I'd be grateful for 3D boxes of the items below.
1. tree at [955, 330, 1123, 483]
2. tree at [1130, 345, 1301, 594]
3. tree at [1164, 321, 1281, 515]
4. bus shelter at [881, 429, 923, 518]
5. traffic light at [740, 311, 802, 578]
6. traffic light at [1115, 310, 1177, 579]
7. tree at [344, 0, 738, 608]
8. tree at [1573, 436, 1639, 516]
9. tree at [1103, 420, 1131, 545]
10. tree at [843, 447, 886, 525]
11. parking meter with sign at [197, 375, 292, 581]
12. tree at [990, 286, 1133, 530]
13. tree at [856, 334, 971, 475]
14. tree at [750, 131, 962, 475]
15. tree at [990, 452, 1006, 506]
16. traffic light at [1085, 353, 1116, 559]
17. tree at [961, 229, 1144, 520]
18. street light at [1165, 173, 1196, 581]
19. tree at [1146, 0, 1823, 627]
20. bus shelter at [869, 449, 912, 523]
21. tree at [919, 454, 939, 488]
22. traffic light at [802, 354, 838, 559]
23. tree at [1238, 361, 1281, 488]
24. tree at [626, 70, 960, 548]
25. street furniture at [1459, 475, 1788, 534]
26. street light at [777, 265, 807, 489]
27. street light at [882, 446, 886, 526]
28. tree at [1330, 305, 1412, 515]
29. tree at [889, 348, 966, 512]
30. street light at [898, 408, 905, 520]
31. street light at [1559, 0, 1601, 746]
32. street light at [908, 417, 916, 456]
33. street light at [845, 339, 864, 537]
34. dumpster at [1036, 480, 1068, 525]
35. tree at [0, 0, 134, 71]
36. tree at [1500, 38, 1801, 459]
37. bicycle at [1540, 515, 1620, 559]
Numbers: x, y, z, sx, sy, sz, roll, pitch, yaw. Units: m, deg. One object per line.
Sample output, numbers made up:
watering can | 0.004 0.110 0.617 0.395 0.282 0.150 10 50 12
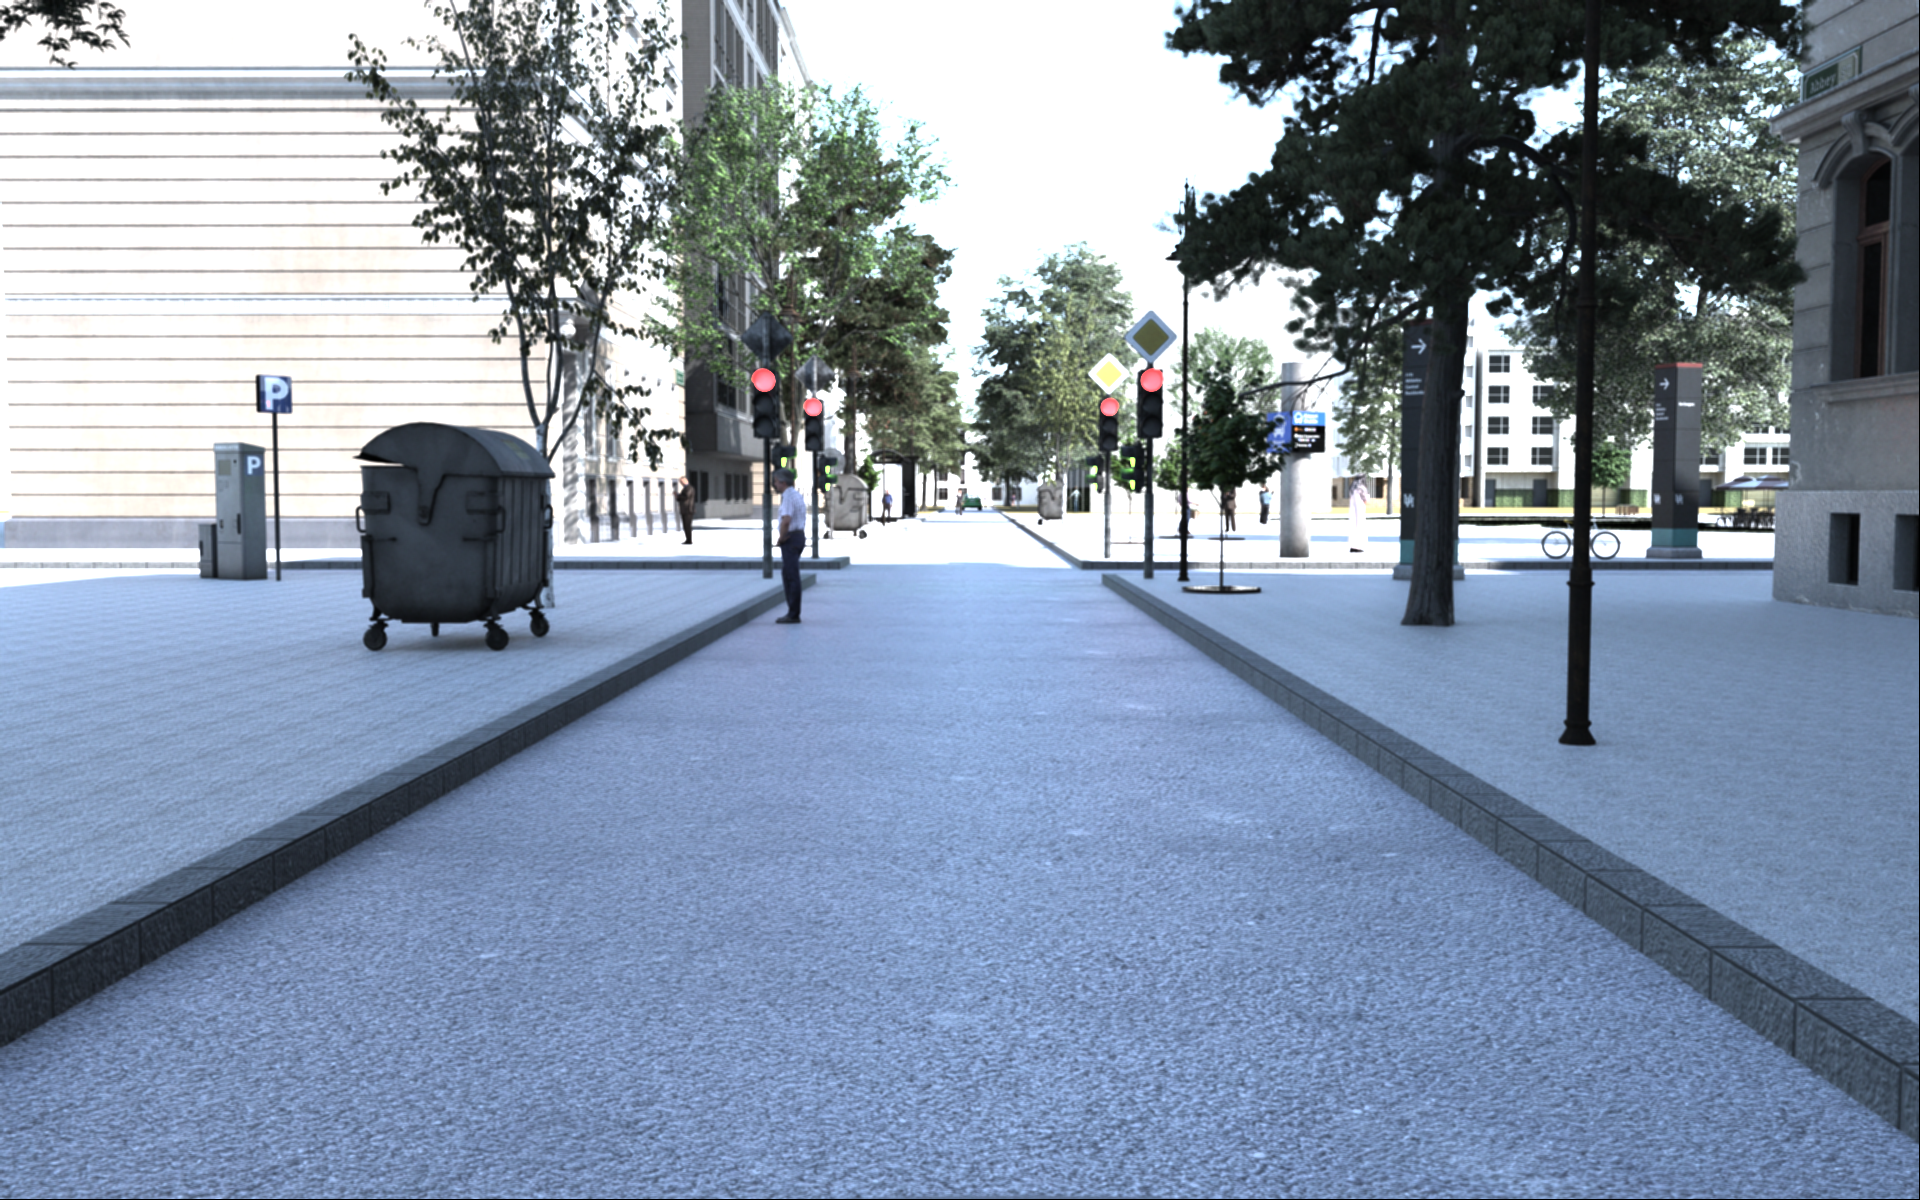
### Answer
tree | 4.771 -10.031 98.418 8.767 10.594 7.601 -1 4 -23
tree | 3.402 -1.709 22.536 1.663 3.219 1.824 0 3 0
tree | 16.077 -10.959 104.932 9.928 11.665 9.643 0 3 0
bus shelter | -3.271 -7.212 95.549 2.179 5.291 8.768 0 4 0
traffic light | -2.909 -2.264 26.267 0.839 4.213 0.868 0 4 0
traffic light | 2.852 -2.263 26.244 0.839 4.213 0.868 0 4 0
tree | -4.594 -4.204 19.102 4.360 8.622 3.978 0 3 0
tree | 35.691 -6.847 95.659 4.285 4.588 4.351 0 3 0
tree | 4.497 -3.042 44.330 1.663 3.219 1.824 0 3 0
tree | -3.799 -4.698 71.409 1.663 3.219 1.824 0 3 0
parking meter with sign | -10.798 -1.819 26.009 1.738 3.016 0.543 2 4 32
tree | 3.919 -6.860 62.516 4.737 8.622 4.395 0 3 0
tree | -3.010 -11.661 108.776 7.486 12.596 7.792 0 3 0
tree | -3.648 -9.360 60.458 7.806 13.903 7.818 0 3 0
tree | 4.489 -14.313 184.372 4.360 8.622 3.978 0 3 0
traffic light | 2.908 -2.751 34.229 0.839 4.213 0.868 0 4 0
tree | 4.913 -10.930 85.362 9.857 13.997 8.962 0 3 0
street light | 3.304 -3.219 25.416 0.468 5.910 1.993 0 4 0
tree | 4.742 -5.790 16.728 6.751 12.117 7.091 0 3 0
bus shelter | -3.324 -5.283 80.294 2.014 3.302 5.546 0 4 1
tree | -3.193 -12.485 154.494 4.360 8.622 3.978 0 3 0
traffic light | -2.853 -2.753 34.252 0.839 4.213 0.868 0 4 0
tree | 17.233 -8.977 97.140 4.360 8.622 3.978 0 3 0
tree | -4.074 -7.088 41.644 9.928 11.665 9.643 0 3 0
street furniture | 25.793 -3.665 64.953 14.083 1.986 27.439 0 4 6
street light | -3.395 -3.813 35.128 0.468 5.910 1.993 0 4 0
street light | -3.013 -5.853 68.482 0.468 5.910 1.993 0 4 0
tree | 26.054 -11.321 103.230 7.486 12.596 7.792 0 3 0
tree | -2.555 -12.381 124.484 6.751 12.117 7.091 0 3 0
street light | -2.941 -6.873 85.159 0.468 5.910 1.993 0 4 0
street light | 3.178 -2.199 8.739 0.468 5.910 1.993 0 4 0
street light | -2.828 -7.914 102.180 0.468 5.910 1.993 0 4 0
street light | -3.146 -4.833 51.805 0.468 5.910 1.993 0 4 0
dumpster | 3.813 -4.014 71.395 1.264 1.857 1.865 0 4 0
tree | -4.775 -4.410 6.524 8.767 10.594 7.601 0 4 5
tree | 18.545 -8.450 44.814 9.857 13.997 8.962 0 3 0
bicycle | 12.210 -1.281 34.173 1.543 0.972 0.635 2 4 24
